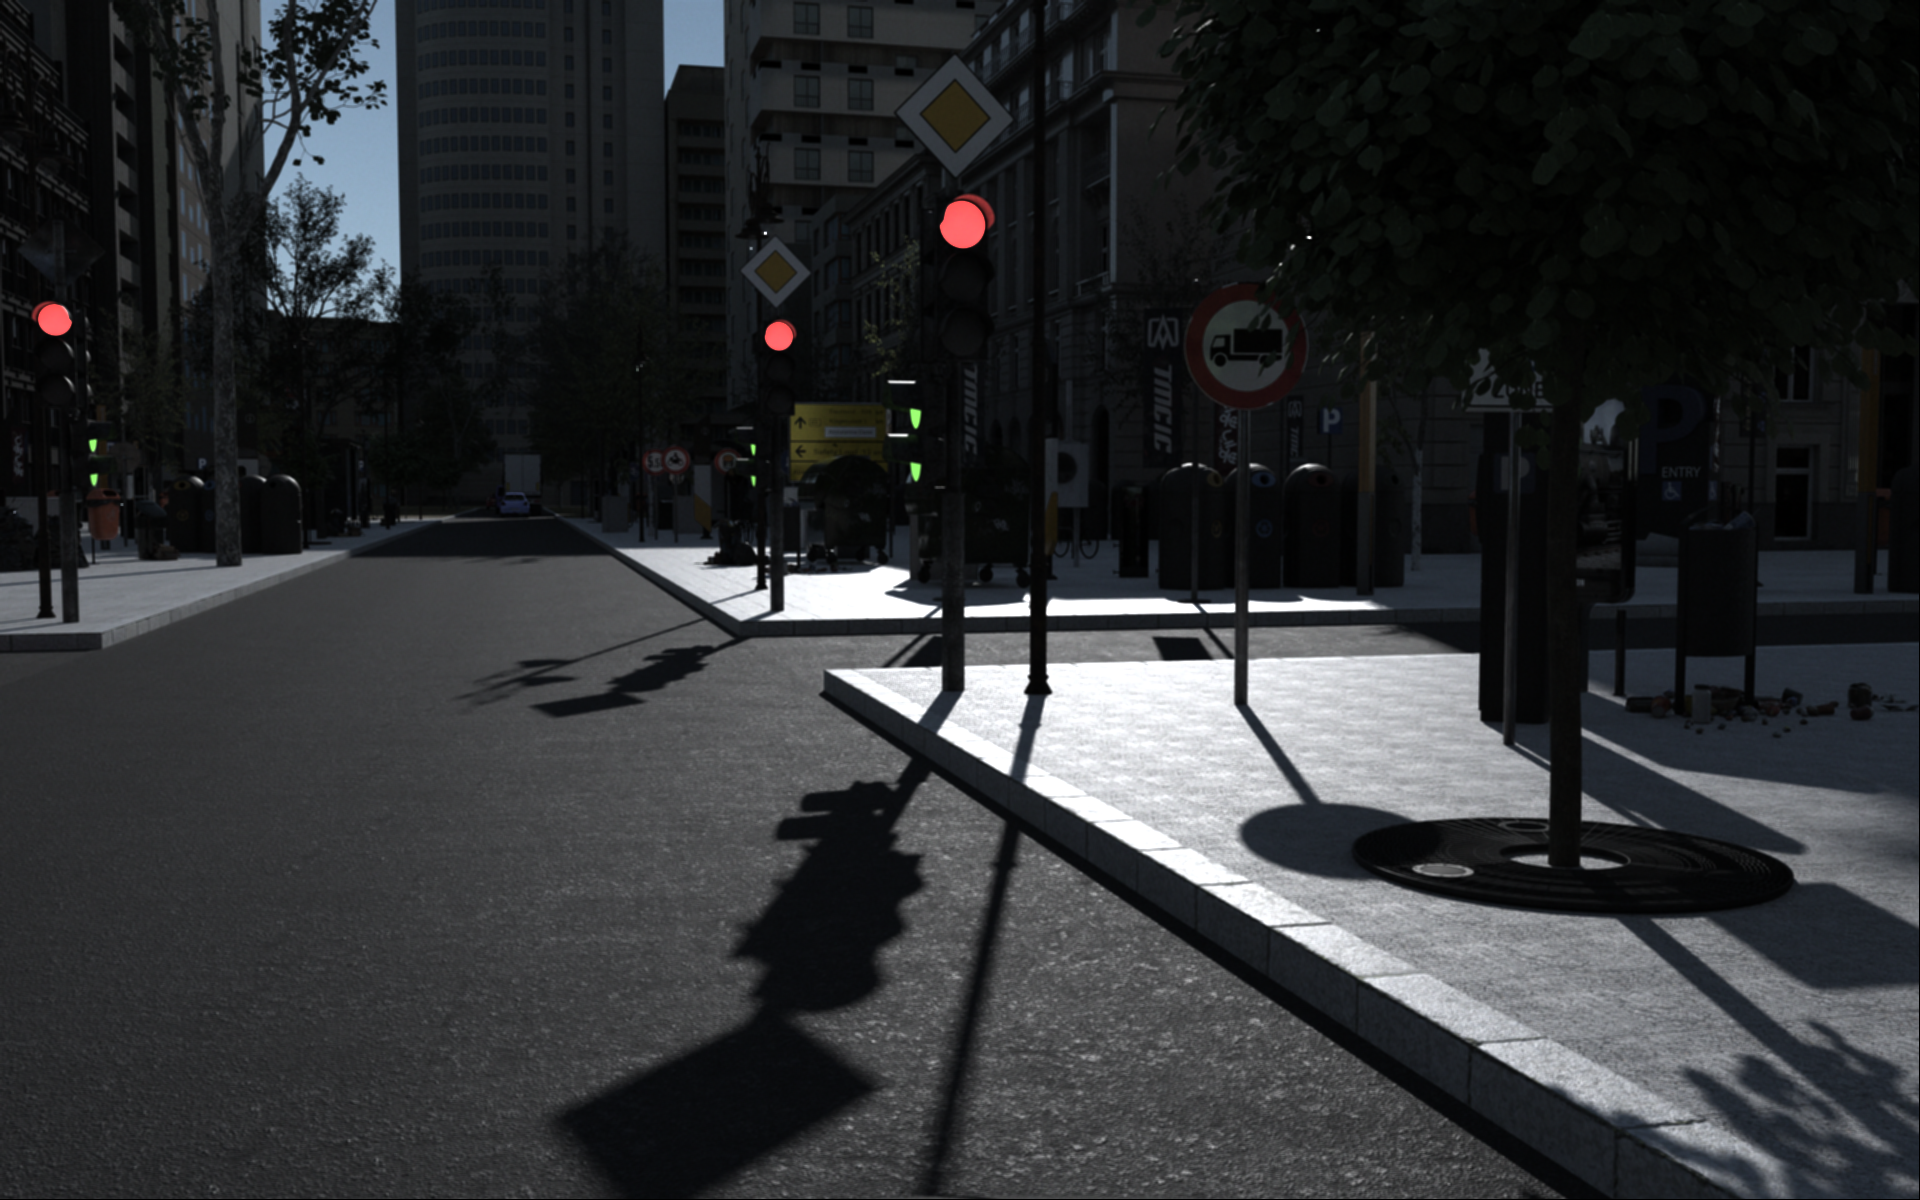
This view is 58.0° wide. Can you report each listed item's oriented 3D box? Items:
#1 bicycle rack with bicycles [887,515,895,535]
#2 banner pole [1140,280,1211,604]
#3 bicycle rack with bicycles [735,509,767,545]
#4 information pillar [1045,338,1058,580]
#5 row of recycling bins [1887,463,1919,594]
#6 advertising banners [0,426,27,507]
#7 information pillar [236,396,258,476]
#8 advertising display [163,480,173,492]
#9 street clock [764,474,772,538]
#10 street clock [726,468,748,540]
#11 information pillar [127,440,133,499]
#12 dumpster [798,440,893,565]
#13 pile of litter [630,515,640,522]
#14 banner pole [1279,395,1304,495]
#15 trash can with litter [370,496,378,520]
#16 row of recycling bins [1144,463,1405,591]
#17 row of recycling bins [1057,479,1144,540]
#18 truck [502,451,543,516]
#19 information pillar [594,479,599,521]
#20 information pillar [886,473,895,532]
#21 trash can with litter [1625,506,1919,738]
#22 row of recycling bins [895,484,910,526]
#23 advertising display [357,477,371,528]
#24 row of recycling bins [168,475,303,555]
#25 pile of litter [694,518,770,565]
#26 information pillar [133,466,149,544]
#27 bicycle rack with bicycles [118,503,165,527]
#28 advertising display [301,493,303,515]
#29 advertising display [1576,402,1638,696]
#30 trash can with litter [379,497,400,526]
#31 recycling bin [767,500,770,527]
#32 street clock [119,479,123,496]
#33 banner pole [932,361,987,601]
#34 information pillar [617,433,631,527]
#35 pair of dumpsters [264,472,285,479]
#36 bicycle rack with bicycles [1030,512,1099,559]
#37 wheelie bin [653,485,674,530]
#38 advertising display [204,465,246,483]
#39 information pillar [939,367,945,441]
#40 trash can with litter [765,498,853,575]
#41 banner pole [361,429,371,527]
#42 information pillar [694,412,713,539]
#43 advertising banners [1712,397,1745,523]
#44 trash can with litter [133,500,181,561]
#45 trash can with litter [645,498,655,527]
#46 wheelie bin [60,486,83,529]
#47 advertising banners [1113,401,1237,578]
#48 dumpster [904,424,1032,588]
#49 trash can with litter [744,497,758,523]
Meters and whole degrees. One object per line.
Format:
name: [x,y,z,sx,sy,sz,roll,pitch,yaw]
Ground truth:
bicycle rack with bicycles: [-3.211,-2.526,54.677,2.852,0.926,2.925,-1,4,-11]
banner pole: [2.549,-1.860,20.428,0.863,3.779,0.401,1,4,16]
bicycle rack with bicycles: [-4.459,-1.843,43.508,2.852,0.926,2.925,0,4,5]
information pillar: [1.347,-2.111,25.872,0.183,3.616,0.504,-1,4,-14]
row of recycling bins: [13.804,-0.976,23.069,3.534,1.692,1.069,-1,4,-21]
advertising banners: [-24.507,-2.925,44.006,0.090,3.025,2.074,1,4,18]
information pillar: [-16.862,-3.038,41.025,0.504,3.616,0.183,-1,4,-19]
advertising display: [-37.061,-4.644,81.140,0.974,1.923,0.123,3,5,44]
street clock: [-5.691,-2.794,50.257,0.471,2.002,0.358,-1,4,-10]
street clock: [-6.157,-2.626,47.503,0.471,2.002,0.358,0,4,2]
information pillar: [-36.160,-5.148,75.525,0.183,3.616,0.504,0,4,6]
dumpster: [-2.116,-1.808,32.062,1.502,2.255,1.985,-1,4,-14]
pile of litter: [-15.420,-4.010,79.536,1.719,0.858,1.176,-1,4,-17]
banner pole: [7.365,-2.982,38.780,0.401,3.779,0.863,-3,4,-39]
trash can with litter: [-29.732,-4.571,85.798,2.233,1.210,1.678,0,4,-5]
row of recycling bins: [4.408,-1.020,23.784,3.534,1.692,1.069,-1,4,-16]
row of recycling bins: [4.204,-2.534,48.545,3.534,1.692,1.069,0,4,-8]
truck: [-29.725,-7.880,117.743,2.839,4.237,11.283,-1,4,-14]
information pillar: [-17.555,-4.856,83.895,0.304,2.012,0.304,0,4,1]
information pillar: [-2.398,-3.345,59.182,0.304,2.012,0.304,1,4,12]
trash can with litter: [4.819,0.057,10.122,2.233,1.210,1.678,-1,4,-18]
row of recycling bins: [-3.608,-3.926,71.307,3.534,1.692,1.069,1,4,21]
advertising display: [-22.419,-3.667,65.175,0.123,1.923,0.974,-3,5,-39]
row of recycling bins: [-15.763,-1.869,37.675,3.534,1.692,1.069,2,4,24]
pile of litter: [-4.067,-1.078,31.588,1.176,0.858,1.719,-3,5,-43]
information pillar: [-21.188,-2.467,44.821,0.304,2.012,0.304,-1,4,-11]
bicycle rack with bicycles: [-32.337,-3.333,67.876,2.852,0.926,2.925,0,4,7]
advertising display: [-22.324,-3.218,57.826,0.974,1.923,0.123,0,4,6]
advertising display: [3.925,-0.372,11.301,0.123,1.923,0.974,-3,5,-40]
trash can with litter: [-23.087,-3.588,70.050,0.624,1.170,1.055,0,4,-1]
recycling bin: [-7.490,-3.438,68.773,0.722,1.027,0.722,0,4,6]
street clock: [-40.790,-4.881,84.367,0.358,2.002,0.471,-1,4,-20]
banner pole: [0.023,-1.870,20.587,0.401,3.779,0.863,-3,5,-43]
information pillar: [-12.942,-4.608,66.692,0.504,3.616,0.183,-3,5,-44]
pair of dumpsters: [-26.838,-4.052,68.751,1.574,2.255,4.437,-1,4,-14]
bicycle rack with bicycles: [1.102,-1.313,34.842,2.852,0.926,2.925,-2,4,-26]
wheelie bin: [-10.715,-3.345,62.605,0.980,1.594,0.693,-2,4,-28]
advertising display: [-16.679,-2.089,39.361,0.123,1.923,0.974,2,4,35]
information pillar: [-0.170,-2.472,31.767,0.183,3.616,0.504,-3,4,-38]
trash can with litter: [-2.487,-1.071,28.565,1.678,1.210,2.233,3,5,40]
banner pole: [-22.998,-4.712,67.063,0.401,3.779,0.863,0,4,-5]
information pillar: [-7.329,-3.550,49.405,0.504,3.616,0.183,0,4,1]
advertising banners: [9.910,-1.602,22.384,0.090,3.025,2.074,2,4,34]
trash can with litter: [-15.593,-1.368,33.756,1.055,1.170,0.624,2,4,32]
trash can with litter: [-11.803,-3.397,66.928,0.624,1.170,1.055,-1,4,-20]
wheelie bin: [-32.735,-3.406,63.604,0.693,1.594,0.980,1,4,13]
advertising banners: [3.396,-1.861,26.622,2.074,3.025,0.090,0,4,-5]
dumpster: [0.156,-1.330,24.235,1.502,2.255,1.985,-1,4,-14]
trash can with litter: [-9.200,-3.992,76.655,1.055,1.170,0.624,2,4,29]
